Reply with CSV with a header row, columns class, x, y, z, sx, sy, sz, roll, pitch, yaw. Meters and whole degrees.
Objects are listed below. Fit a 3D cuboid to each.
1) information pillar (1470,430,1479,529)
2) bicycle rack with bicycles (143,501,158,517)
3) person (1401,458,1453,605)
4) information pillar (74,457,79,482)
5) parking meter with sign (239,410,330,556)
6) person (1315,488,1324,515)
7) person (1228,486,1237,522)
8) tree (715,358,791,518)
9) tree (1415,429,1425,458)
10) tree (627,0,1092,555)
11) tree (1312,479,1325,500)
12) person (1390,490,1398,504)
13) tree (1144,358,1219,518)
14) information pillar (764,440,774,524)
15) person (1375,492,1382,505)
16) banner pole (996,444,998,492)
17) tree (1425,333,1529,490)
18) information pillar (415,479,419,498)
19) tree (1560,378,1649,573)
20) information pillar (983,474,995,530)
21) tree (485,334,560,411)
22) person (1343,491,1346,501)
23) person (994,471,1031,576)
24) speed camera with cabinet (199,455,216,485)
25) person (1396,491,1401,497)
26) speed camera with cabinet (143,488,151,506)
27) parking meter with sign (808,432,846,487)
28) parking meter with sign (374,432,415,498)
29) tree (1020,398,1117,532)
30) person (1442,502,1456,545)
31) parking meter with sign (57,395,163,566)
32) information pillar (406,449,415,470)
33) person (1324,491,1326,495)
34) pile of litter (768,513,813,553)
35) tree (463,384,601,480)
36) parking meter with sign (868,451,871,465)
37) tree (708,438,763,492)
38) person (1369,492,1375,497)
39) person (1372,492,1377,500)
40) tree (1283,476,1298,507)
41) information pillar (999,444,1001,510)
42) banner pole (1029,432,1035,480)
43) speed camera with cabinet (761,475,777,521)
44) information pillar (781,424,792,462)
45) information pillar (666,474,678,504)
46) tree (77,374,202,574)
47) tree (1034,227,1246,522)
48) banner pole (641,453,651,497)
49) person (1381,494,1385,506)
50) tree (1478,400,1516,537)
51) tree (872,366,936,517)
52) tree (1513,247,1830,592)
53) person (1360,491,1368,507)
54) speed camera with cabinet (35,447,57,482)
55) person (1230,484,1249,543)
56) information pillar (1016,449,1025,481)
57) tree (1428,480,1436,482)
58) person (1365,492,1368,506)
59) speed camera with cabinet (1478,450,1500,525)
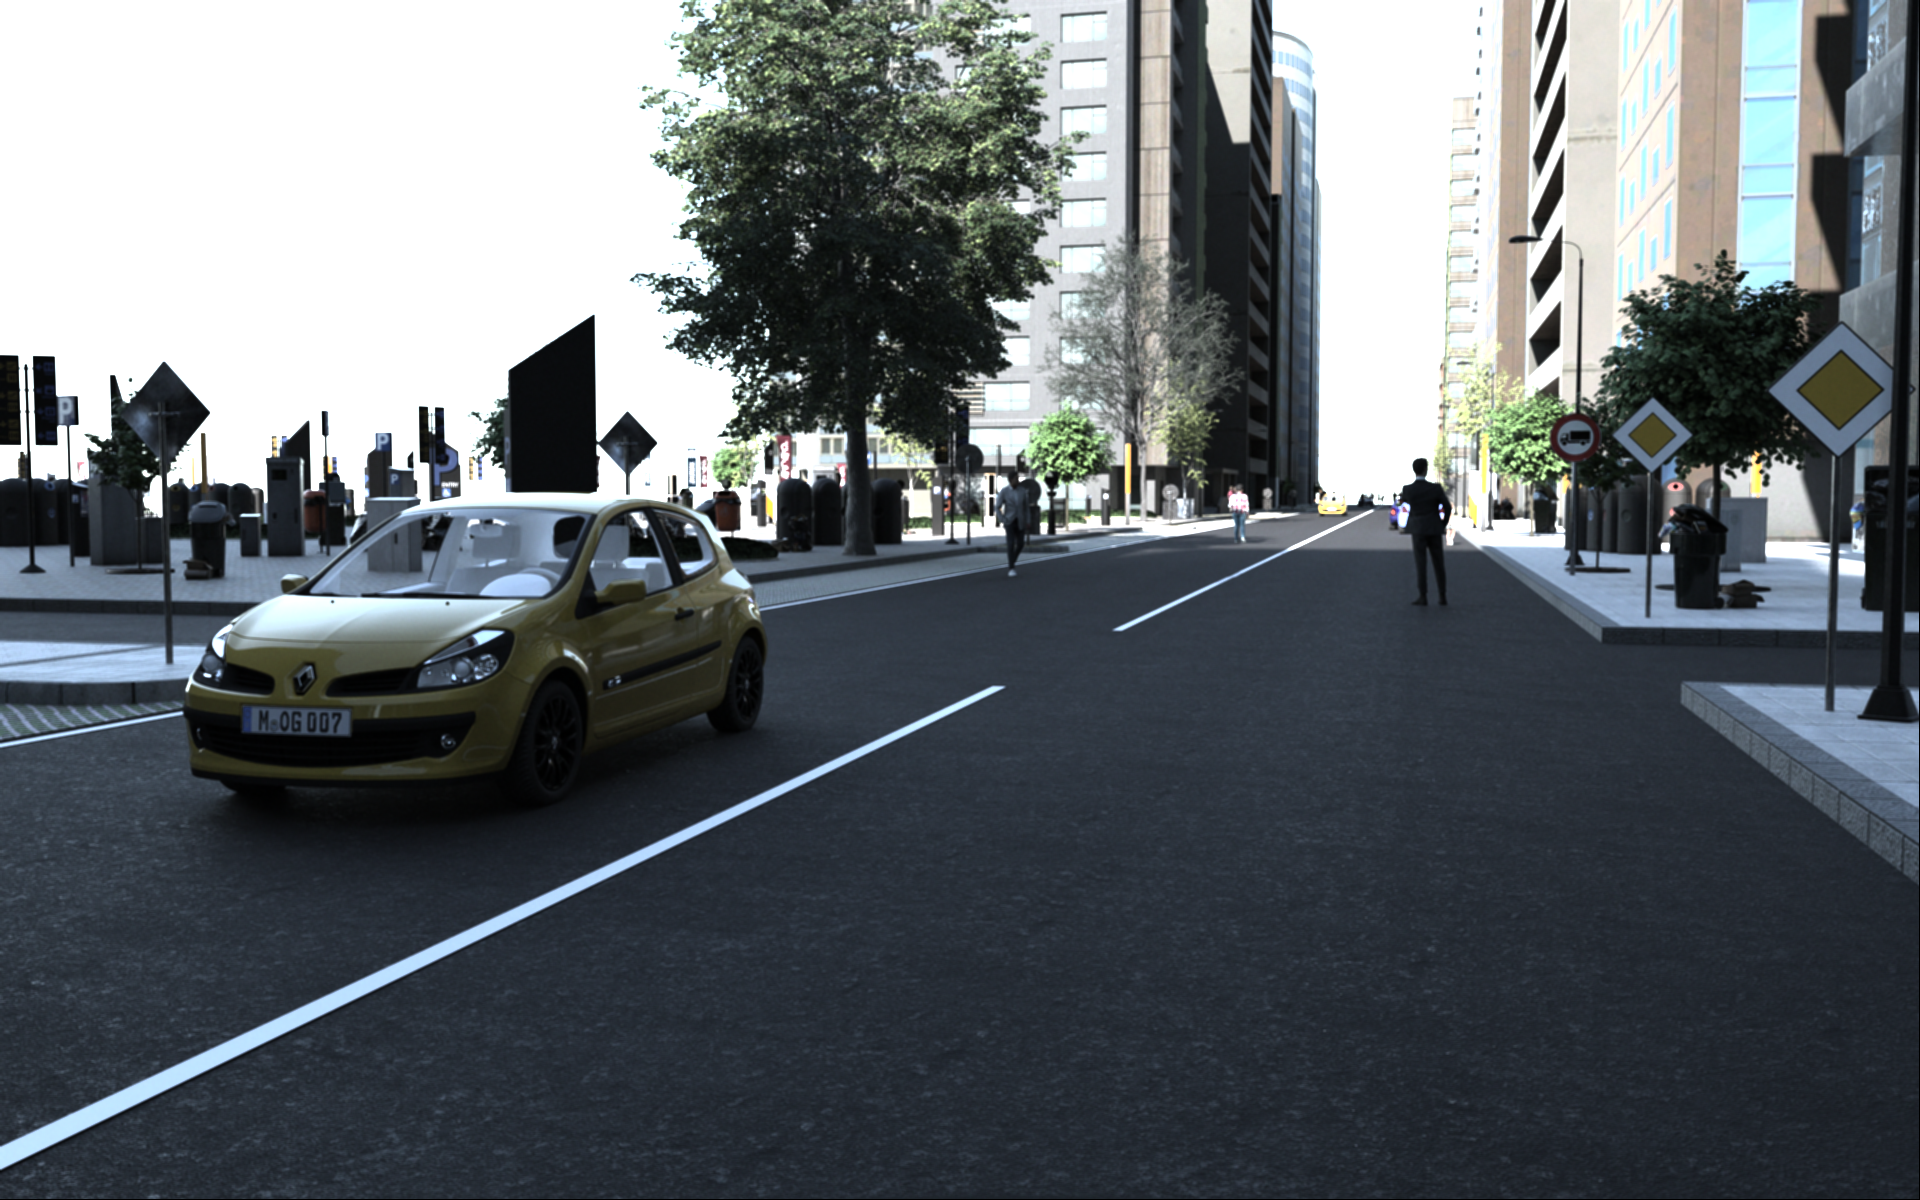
class,x,y,z,sx,sy,sz,roll,pitch,yaw
information pillar,18.854,-4.411,63.468,0.183,3.616,0.504,-1,4,-12
bicycle rack with bicycles,-40.410,-4.365,84.754,2.852,0.926,2.925,1,4,18
person,6.023,-0.891,22.437,0.648,1.900,0.474,0,4,3
information pillar,-55.869,-7.232,109.590,0.504,3.616,0.183,3,5,45
parking meter with sign,-13.968,-2.419,35.818,1.738,3.016,0.543,-1,4,-11
person,24.474,-6.669,117.548,0.705,1.822,1.348,3,5,41
person,13.715,-4.792,86.827,0.580,1.828,0.573,2,4,28
tree,-11.152,-8.675,92.203,4.737,8.622,4.395,0,3,0
tree,47.427,-13.573,172.287,4.737,8.622,4.395,0,3,0
tree,-2.145,-7.915,36.068,9.857,13.997,8.962,0,3,0
tree,46.479,-14.071,224.665,1.663,3.219,1.824,0,3,0
person,49.220,-11.507,196.275,0.705,1.869,1.348,-3,4,-37
tree,11.892,-8.665,92.032,4.737,8.622,4.395,0,3,0
information pillar,-8.254,-5.106,74.839,0.504,3.616,0.183,-3,5,-43
person,57.294,-13.918,236.845,1.217,1.735,0.721,3,4,36
banner pole,1.854,-5.941,87.157,0.401,3.779,0.863,0,4,4
tree,23.832,-7.849,78.698,4.737,8.622,4.395,0,3,0
information pillar,-26.716,-4.925,85.022,0.304,2.012,0.304,-1,4,-17
tree,10.706,-2.081,28.618,1.663,3.219,1.824,0,3,0
information pillar,1.084,-3.556,62.631,0.304,2.012,0.304,-1,4,-22
tree,-19.108,-7.859,78.855,4.360,8.622,3.978,0,3,0
person,41.106,-10.779,185.517,0.721,1.735,1.217,0,4,7
person,0.906,-1.353,30.475,0.661,1.843,0.795,-1,4,-20
speed camera with cabinet,-37.569,-5.740,88.178,2.038,3.252,0.660,-3,5,-40
person,50.871,-11.725,200.140,1.348,1.831,0.705,0,4,-4
speed camera with cabinet,-49.743,-6.771,105.040,0.660,3.252,2.038,0,4,-4
parking meter with sign,-3.786,-3.118,47.247,1.738,3.016,0.543,-1,4,-22
parking meter with sign,-15.872,-3.248,49.366,0.543,3.016,1.738,1,4,19
tree,3.570,-4.599,58.911,4.285,4.588,4.351,0,3,0
person,13.739,-2.160,48.825,0.382,1.210,0.505,-3,4,-37
parking meter with sign,-15.321,-2.144,31.323,0.543,3.016,1.738,2,4,30
information pillar,-28.612,-6.051,90.284,0.183,3.616,0.504,2,4,29
person,39.474,-10.907,187.376,0.434,1.755,0.990,2,4,31
pile of litter,-3.867,-1.515,38.728,1.176,0.858,1.719,1,4,22
tree,-10.549,-3.650,43.393,4.285,4.588,4.351,0,3,0
parking meter with sign,-4.243,-4.606,71.577,0.543,3.016,1.738,-1,4,-23
tree,-12.754,-6.989,97.988,4.285,4.588,4.351,0,3,0
person,51.674,-12.739,217.504,1.217,1.743,0.721,-2,4,-24
person,58.301,-14.383,244.180,0.721,1.766,1.217,-3,5,-41
tree,31.911,-10.658,168.867,1.663,3.219,1.824,0,3,0
information pillar,1.876,-5.514,81.513,0.183,3.616,0.504,0,4,5
banner pole,2.901,-4.869,69.620,0.401,3.779,0.863,1,4,21
speed camera with cabinet,-8.928,-5.456,83.542,0.660,3.252,2.038,-2,4,-29
information pillar,-5.720,-4.016,57.017,0.183,3.616,0.504,2,4,33
information pillar,-10.525,-3.598,63.326,0.304,2.012,0.304,3,5,42
tree,-13.510,-2.053,28.167,1.663,3.219,1.824,0,3,0
tree,8.403,-10.351,79.614,12.009,13.543,11.850,0,3,0
banner pole,-13.204,-5.054,72.646,0.863,3.779,0.401,3,5,40
person,51.600,-12.200,211.161,0.799,1.438,0.628,3,5,45
tree,17.174,-4.156,51.668,4.285,4.588,4.351,0,3,0
tree,-2.667,-8.784,93.976,4.737,8.622,4.395,0,3,0
tree,10.110,-2.411,23.133,4.285,4.588,4.351,0,3,0
person,44.816,-11.197,192.104,0.750,1.759,0.617,-1,4,-15
speed camera with cabinet,-38.366,-4.743,71.889,0.660,3.252,2.038,0,4,6
person,8.206,-2.543,50.915,0.563,1.720,0.643,1,4,19
information pillar,3.124,-5.962,88.834,0.504,3.616,0.183,-1,4,-13
tree,57.940,-13.344,212.768,1.663,3.219,1.824,0,3,0
person,50.537,-12.605,215.307,1.217,1.735,0.721,2,4,27
speed camera with cabinet,22.401,-4.846,73.562,0.660,3.252,2.038,2,4,32
